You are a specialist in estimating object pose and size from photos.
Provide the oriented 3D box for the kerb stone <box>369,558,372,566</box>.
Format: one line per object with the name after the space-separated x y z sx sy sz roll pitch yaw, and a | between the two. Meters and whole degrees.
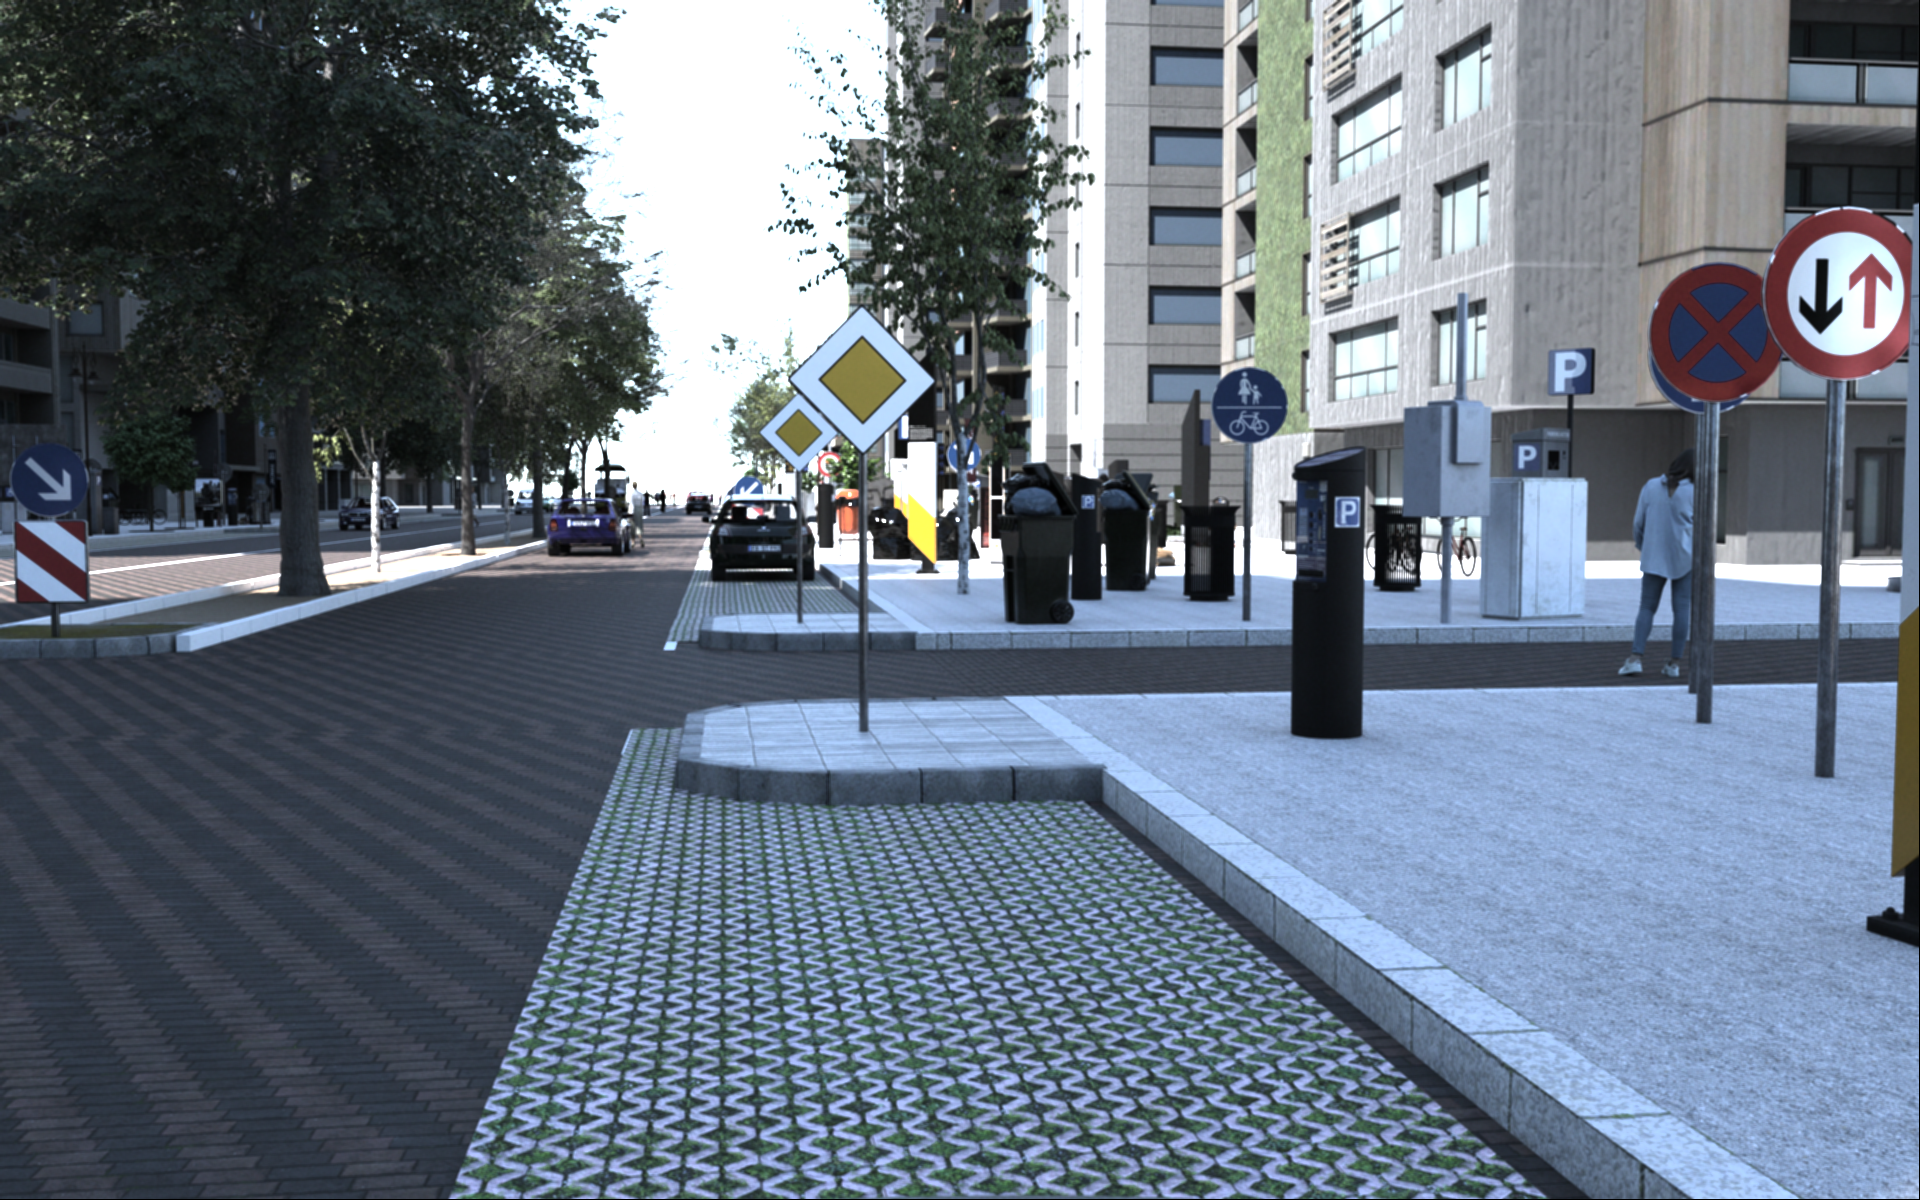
-11.701 -0.733 34.236 0.120 0.150 1.000 0 4 -8 | kerb stone

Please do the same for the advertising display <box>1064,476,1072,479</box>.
3.717 -3.534 62.999 0.974 1.923 0.123 0 4 0 | advertising display

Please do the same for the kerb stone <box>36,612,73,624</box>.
-9.496 0.260 17.988 0.120 0.150 1.000 0 4 -8 | kerb stone

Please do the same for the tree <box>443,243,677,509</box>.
-14.653 -7.759 63.725 8.767 10.594 7.601 0 4 -8 | tree

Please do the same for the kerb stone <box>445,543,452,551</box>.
-12.934 -1.293 43.373 0.120 0.150 1.000 0 4 -8 | kerb stone

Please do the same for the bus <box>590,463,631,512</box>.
-27.894 -9.023 139.077 2.896 3.916 12.252 -1 4 -9 | bus

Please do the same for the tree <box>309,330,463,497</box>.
-33.048 -11.137 99.094 9.611 12.733 9.660 0 3 0 | tree

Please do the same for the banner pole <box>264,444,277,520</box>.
-34.268 -5.870 85.989 0.863 3.779 0.401 1 4 15 | banner pole

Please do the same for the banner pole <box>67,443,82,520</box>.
-43.370 -5.795 84.760 0.863 3.779 0.401 -1 4 -20 | banner pole

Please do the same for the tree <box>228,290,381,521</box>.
-30.811 -9.529 81.562 9.928 11.665 9.643 0 3 0 | tree

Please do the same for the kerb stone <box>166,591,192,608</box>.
-10.035 0.009 22.054 0.120 0.150 1.000 0 4 -8 | kerb stone

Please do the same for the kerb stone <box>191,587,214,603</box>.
-10.176 -0.052 23.072 0.120 0.150 1.000 0 4 -8 | kerb stone

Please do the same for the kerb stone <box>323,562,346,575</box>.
-11.285 -0.548 31.192 0.120 0.150 1.000 0 4 -8 | kerb stone

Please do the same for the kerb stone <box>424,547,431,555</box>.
-12.522 -1.109 40.335 0.120 0.150 1.000 0 4 -8 | kerb stone

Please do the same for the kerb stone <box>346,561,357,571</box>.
-11.423 -0.612 32.206 0.120 0.150 1.000 0 4 -8 | kerb stone

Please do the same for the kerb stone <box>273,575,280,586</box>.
-10.736 -0.301 27.122 0.120 0.150 1.000 0 4 -8 | kerb stone

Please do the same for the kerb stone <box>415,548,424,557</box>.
-12.381 -1.042 39.317 0.120 0.150 1.000 0 4 -8 | kerb stone

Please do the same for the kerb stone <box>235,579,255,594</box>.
-10.459 -0.174 25.097 0.120 0.150 1.000 0 4 -8 | kerb stone

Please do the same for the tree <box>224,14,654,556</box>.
-11.477 -7.776 39.963 12.009 13.543 11.850 0 3 0 | tree

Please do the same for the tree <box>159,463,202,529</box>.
-28.387 -4.190 63.115 1.663 3.219 1.824 0 3 0 | tree

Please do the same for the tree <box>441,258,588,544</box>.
-12.740 -5.849 48.447 4.360 8.622 3.978 0 3 0 | tree

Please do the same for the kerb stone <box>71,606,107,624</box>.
-9.628 0.195 19.001 0.120 0.150 1.000 0 4 -8 | kerb stone

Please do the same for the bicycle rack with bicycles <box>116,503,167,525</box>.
-34.844 -3.619 72.555 2.925 0.926 2.852 -2 4 -26 | bicycle rack with bicycles

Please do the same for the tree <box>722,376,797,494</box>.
-17.056 -13.988 154.454 9.928 11.665 9.643 0 3 0 | tree

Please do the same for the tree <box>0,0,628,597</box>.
-9.198 -7.016 23.830 9.857 13.997 8.962 0 3 0 | tree

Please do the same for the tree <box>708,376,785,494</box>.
-15.258 -12.344 136.233 8.767 10.594 7.601 -3 4 -36 | tree

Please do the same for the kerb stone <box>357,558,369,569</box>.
-11.549 -0.674 33.222 0.120 0.150 1.000 0 4 -8 | kerb stone

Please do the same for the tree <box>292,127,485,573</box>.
-10.609 -4.797 31.252 4.737 8.622 4.395 0 3 0 | tree

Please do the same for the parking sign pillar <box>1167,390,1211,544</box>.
6.171 -3.483 45.418 1.447 3.967 1.447 0 4 -7 | parking sign pillar

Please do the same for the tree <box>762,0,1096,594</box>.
-0.123 -4.373 21.853 4.737 8.622 4.395 0 3 0 | tree

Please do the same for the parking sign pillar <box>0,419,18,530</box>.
-33.976 -4.476 61.655 1.447 3.967 1.447 -3 5 -42 | parking sign pillar

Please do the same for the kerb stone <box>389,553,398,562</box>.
-11.974 -0.853 36.264 0.120 0.150 1.000 0 4 -8 | kerb stone

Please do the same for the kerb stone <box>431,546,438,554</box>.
-12.658 -1.170 41.348 0.120 0.150 1.000 0 4 -8 | kerb stone

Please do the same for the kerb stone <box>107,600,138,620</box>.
-9.765 0.133 20.018 0.120 0.150 1.000 0 4 -8 | kerb stone

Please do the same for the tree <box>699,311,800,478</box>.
-19.591 -19.700 177.991 12.611 20.169 13.585 0 3 0 | tree

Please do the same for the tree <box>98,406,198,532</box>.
-27.582 -4.608 59.055 4.285 4.588 4.351 0 3 0 | tree

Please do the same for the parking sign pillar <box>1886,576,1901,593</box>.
12.937 -2.084 22.541 1.447 3.967 1.447 1 4 9 | parking sign pillar

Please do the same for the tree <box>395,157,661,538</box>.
-13.553 -8.261 55.646 7.486 12.596 7.792 0 3 0 | tree

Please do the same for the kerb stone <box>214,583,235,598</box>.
-10.322 -0.108 24.084 0.120 0.150 1.000 0 4 -8 | kerb stone

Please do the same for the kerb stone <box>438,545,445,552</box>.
-12.804 -1.233 42.360 0.120 0.150 1.000 0 4 -8 | kerb stone

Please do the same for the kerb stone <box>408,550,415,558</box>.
-12.251 -0.985 38.303 0.120 0.150 1.000 0 4 -8 | kerb stone

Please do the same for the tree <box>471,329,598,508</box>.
-41.811 -18.542 159.057 12.611 20.169 13.585 0 3 0 | tree

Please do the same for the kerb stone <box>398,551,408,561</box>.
-12.098 -0.923 37.281 0.120 0.150 1.000 0 4 -8 | kerb stone

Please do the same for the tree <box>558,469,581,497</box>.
-48.691 -14.184 215.625 4.285 4.588 4.351 0 3 0 | tree

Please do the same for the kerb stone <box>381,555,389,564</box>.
-11.833 -0.798 35.249 0.120 0.150 1.000 0 4 -8 | kerb stone

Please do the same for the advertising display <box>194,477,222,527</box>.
-29.166 -3.790 67.184 0.974 1.923 0.123 -1 4 -17 | advertising display

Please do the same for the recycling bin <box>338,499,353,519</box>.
-31.198 -4.631 88.273 0.722 1.027 0.722 3 5 43 | recycling bin

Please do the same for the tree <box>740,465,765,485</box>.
-22.820 -12.641 190.389 4.285 4.588 4.351 0 3 0 | tree

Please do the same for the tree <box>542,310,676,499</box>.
-17.575 -9.632 85.693 9.928 11.665 9.643 0 3 0 | tree

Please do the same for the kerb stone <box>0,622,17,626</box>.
-9.345 0.322 16.974 0.120 0.150 1.000 0 4 -8 | kerb stone

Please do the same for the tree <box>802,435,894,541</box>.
-3.030 -3.245 47.663 1.663 3.219 1.824 0 3 0 | tree

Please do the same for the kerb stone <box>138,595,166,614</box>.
-9.898 0.071 21.037 0.120 0.150 1.000 0 4 -8 | kerb stone

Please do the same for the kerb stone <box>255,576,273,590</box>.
-10.591 -0.236 26.110 0.120 0.150 1.000 0 4 -8 | kerb stone

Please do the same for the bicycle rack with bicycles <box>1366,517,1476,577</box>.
6.818 -0.890 27.933 2.852 0.926 2.925 0 4 1 | bicycle rack with bicycles

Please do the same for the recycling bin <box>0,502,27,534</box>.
-30.436 -2.640 55.720 0.722 1.027 0.722 -2 4 -30 | recycling bin

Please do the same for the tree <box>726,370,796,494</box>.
-11.388 -9.593 107.207 4.360 8.622 3.978 0 3 0 | tree

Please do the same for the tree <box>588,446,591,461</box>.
-50.700 -16.986 228.088 4.360 8.622 3.978 0 3 0 | tree

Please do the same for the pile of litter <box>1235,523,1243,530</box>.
9.391 -2.927 61.824 1.719 0.858 1.176 1 4 16 | pile of litter
